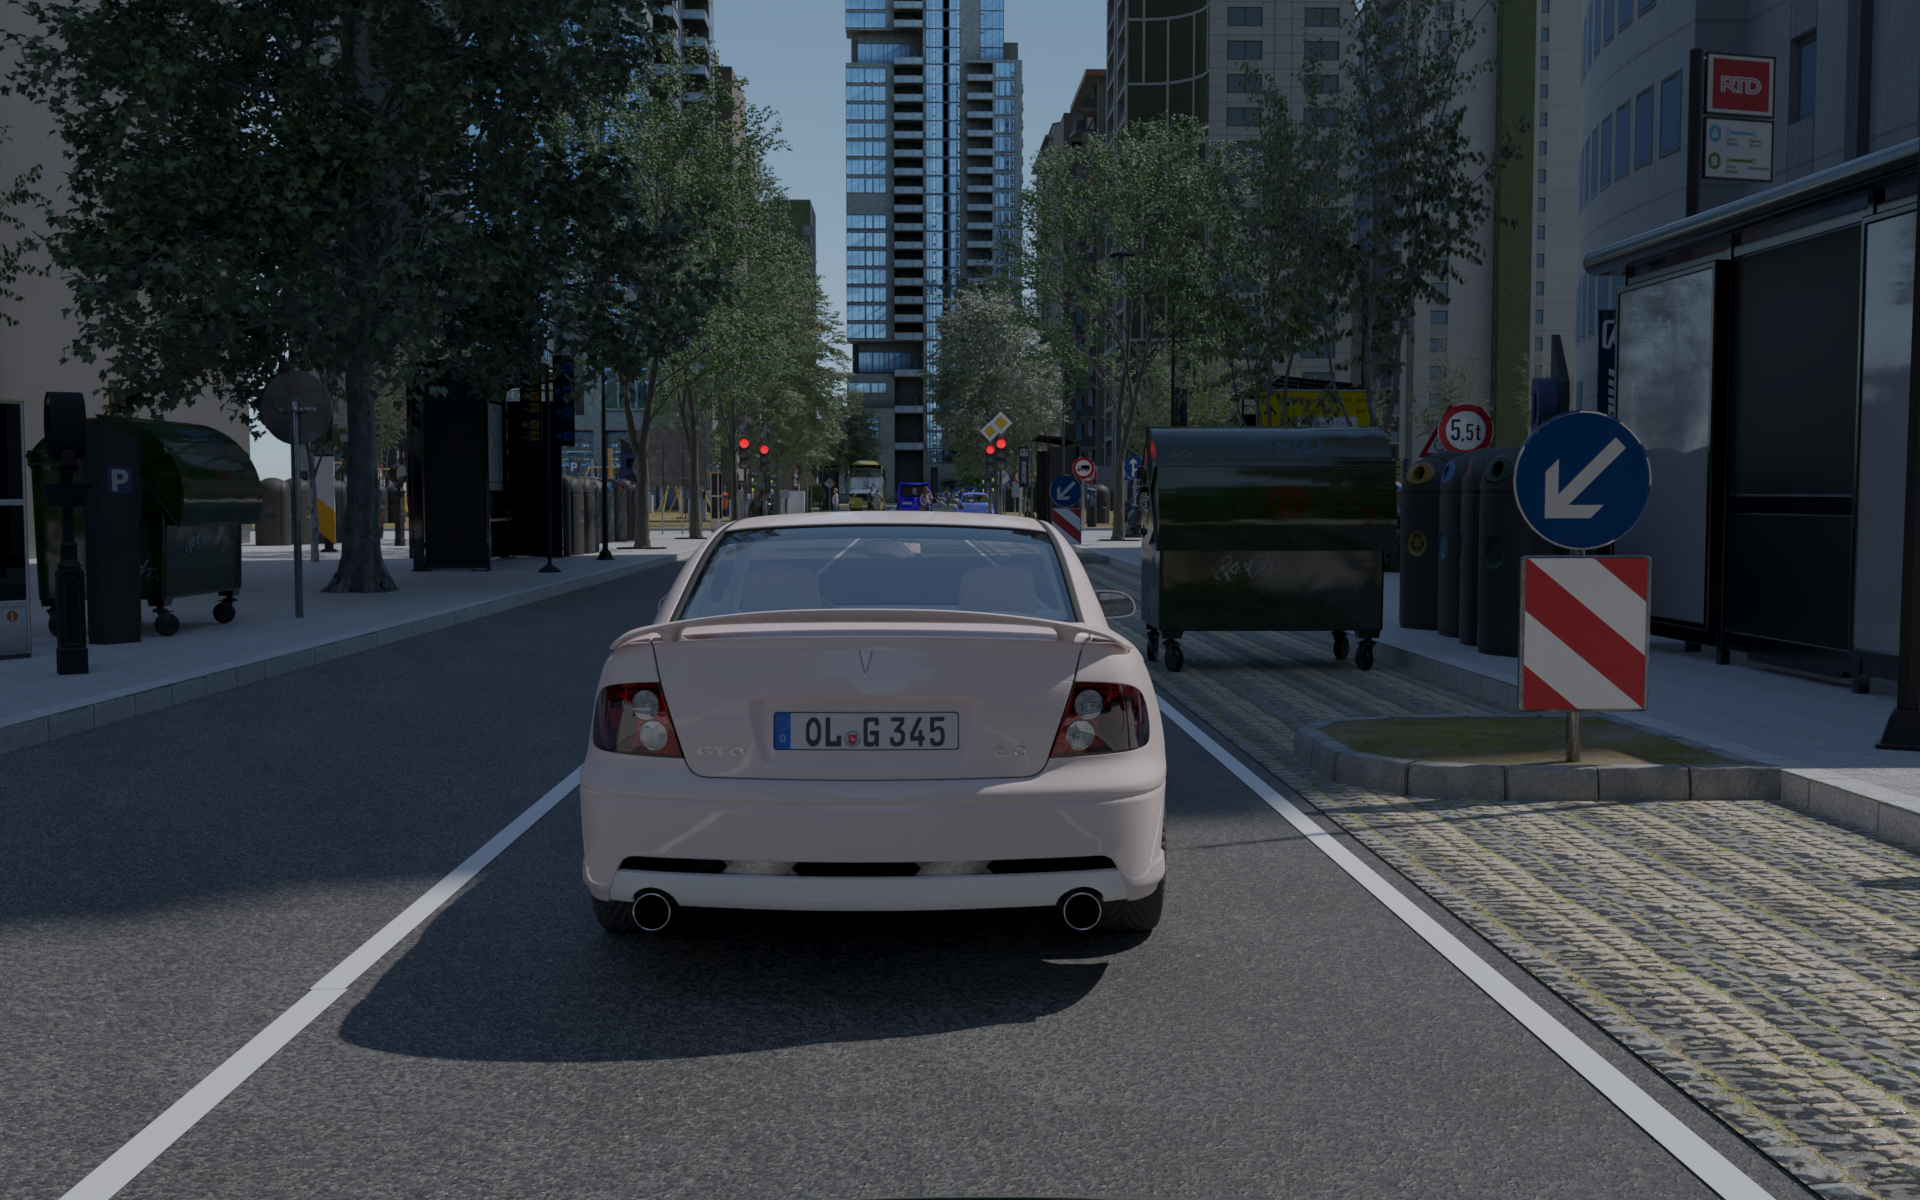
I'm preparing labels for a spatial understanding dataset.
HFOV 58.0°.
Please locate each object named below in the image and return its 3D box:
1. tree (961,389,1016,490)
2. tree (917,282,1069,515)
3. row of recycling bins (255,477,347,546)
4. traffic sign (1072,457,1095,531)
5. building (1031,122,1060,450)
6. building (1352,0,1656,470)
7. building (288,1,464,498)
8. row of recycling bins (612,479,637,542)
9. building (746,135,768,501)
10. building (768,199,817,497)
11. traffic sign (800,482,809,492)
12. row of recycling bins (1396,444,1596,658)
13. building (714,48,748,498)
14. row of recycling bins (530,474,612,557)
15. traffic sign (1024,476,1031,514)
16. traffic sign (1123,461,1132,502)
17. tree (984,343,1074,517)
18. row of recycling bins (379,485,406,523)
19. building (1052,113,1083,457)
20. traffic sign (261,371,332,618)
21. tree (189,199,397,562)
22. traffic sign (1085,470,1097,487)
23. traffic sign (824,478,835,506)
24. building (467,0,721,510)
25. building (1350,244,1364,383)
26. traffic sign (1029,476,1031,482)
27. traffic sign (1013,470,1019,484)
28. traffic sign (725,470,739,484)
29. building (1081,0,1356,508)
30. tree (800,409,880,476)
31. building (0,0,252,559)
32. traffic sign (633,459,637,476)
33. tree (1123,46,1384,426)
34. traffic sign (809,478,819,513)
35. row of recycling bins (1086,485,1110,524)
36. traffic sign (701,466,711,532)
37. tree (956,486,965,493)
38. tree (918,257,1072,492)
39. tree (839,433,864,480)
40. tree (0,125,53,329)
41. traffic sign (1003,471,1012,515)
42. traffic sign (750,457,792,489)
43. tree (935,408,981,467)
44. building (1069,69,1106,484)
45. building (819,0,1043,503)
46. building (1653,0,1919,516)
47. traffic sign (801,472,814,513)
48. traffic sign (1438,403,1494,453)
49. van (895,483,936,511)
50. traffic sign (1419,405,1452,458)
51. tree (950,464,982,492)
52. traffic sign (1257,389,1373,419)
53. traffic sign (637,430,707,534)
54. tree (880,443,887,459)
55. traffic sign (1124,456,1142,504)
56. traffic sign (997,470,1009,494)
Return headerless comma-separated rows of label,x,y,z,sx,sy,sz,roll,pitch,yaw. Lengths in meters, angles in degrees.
tree,2.675,-10.057,114.801,4.737,8.622,4.395,0,3,0
tree,2.206,-12.046,103.604,9.857,13.997,8.962,0,3,0
row of recycling bins,-16.814,-2.284,44.459,1.069,1.692,3.534,1,4,11
traffic sign,4.227,-3.623,59.338,0.768,2.556,0.104,0,4,1
building,24.883,-40.443,250.486,27.495,52.752,28.713,0,4,-2
building,59.817,-40.062,197.006,28.212,58.520,21.231,0,4,-2
building,-61.669,-46.218,193.916,20.611,71.187,20.563,0,4,-2
row of recycling bins,-9.491,-2.399,46.333,1.069,1.692,3.534,0,4,7
building,-30.169,-31.522,198.974,14.086,41.232,14.154,0,4,-2
building,-27.284,-34.164,242.173,14.086,41.232,14.154,0,4,-2
traffic sign,-11.458,-7.810,127.693,0.884,2.594,0.081,0,4,3
row of recycling bins,4.691,-0.497,15.241,1.069,1.692,3.534,0,4,1
building,-29.550,-32.323,178.585,14.600,45.320,14.200,0,4,-2
row of recycling bins,-8.390,-1.827,36.984,1.069,1.692,3.534,0,4,0
traffic sign,4.129,-6.762,110.657,0.768,2.556,0.104,0,4,5
traffic sign,6.317,-4.026,65.923,0.768,2.556,0.104,0,4,5
tree,3.178,-8.230,84.929,4.360,8.622,3.978,0,3,0
row of recycling bins,-25.812,-4.182,75.494,1.069,1.692,3.534,3,5,41
building,18.156,-33.612,199.674,14.600,45.320,14.200,0,4,-2
traffic sign,-6.856,-1.088,17.894,0.768,2.556,0.104,0,4,6
tree,-12.246,-5.006,32.213,4.737,8.622,4.395,0,3,0
traffic sign,5.929,-4.886,79.996,0.768,2.556,0.104,0,4,7
traffic sign,-9.270,-7.472,123.345,0.795,2.450,0.064,0,4,4
building,-32.565,-51.499,154.676,22.319,86.520,31.000,0,4,-2
building,38.041,-26.266,201.150,14.107,30.474,14.160,0,4,-2
traffic sign,4.848,-7.293,119.339,0.768,2.556,0.104,0,4,7
traffic sign,3.085,-5.388,88.199,0.768,2.556,0.104,0,4,0
traffic sign,-12.000,-5.574,91.234,0.768,2.556,0.104,0,4,4
building,21.988,-43.684,152.485,20.563,71.187,20.611,0,4,-2
tree,-12.509,-14.544,172.208,7.601,10.594,8.767,0,4,4
building,-30.346,-15.011,38.938,24.014,27.812,14.314,0,4,-2
traffic sign,-10.609,-3.547,58.099,0.768,2.556,0.104,0,4,8
tree,5.112,-4.807,28.950,4.737,8.622,4.395,0,3,0
traffic sign,-9.234,-6.590,107.747,0.884,2.594,0.081,0,4,0
row of recycling bins,6.056,-4.259,76.739,1.069,1.692,3.534,0,4,2
traffic sign,-8.765,-3.592,58.732,0.884,2.594,0.081,0,4,-1
tree,0.532,-11.993,190.691,1.663,3.219,1.824,0,3,0
tree,2.816,-17.173,136.671,12.611,20.169,13.585,0,3,0
tree,-12.062,-15.166,198.318,4.360,8.622,3.978,0,3,0
tree,-15.202,-4.534,24.493,4.360,8.622,3.978,0,3,0
traffic sign,2.429,-5.736,93.887,0.768,2.556,0.104,0,4,6
traffic sign,-10.263,-6.135,94.176,2.265,3.308,0.079,0,4,1
tree,1.170,-14.949,178.822,8.767,10.594,7.601,2,4,35
building,22.776,-32.012,178.016,22.147,44.769,28.867,0,4,-2
building,-4.271,-57.067,245.719,31.000,86.520,22.319,0,4,-2
building,23.965,-30.031,33.001,21.231,58.520,28.212,0,4,-2
traffic sign,-8.746,-6.061,99.208,0.768,2.556,0.104,0,4,3
traffic sign,7.093,-1.484,24.378,0.768,2.556,0.104,0,4,5
van,-2.441,-5.490,94.138,2.240,2.365,5.245,0,4,-1
traffic sign,7.125,-1.546,25.279,0.884,2.594,0.081,0,4,1
tree,0.787,-10.520,155.721,4.285,4.588,4.351,0,3,0
traffic sign,6.881,-2.437,33.719,2.265,3.308,0.079,0,4,-1
traffic sign,-9.144,-3.738,54.987,2.265,3.308,0.079,0,4,5
tree,-12.832,-16.557,205.115,8.767,10.594,7.601,0,4,-1
traffic sign,5.863,-3.544,58.046,0.768,2.556,0.104,0,4,6
traffic sign,2.237,-5.622,92.029,0.768,2.556,0.104,0,4,4
